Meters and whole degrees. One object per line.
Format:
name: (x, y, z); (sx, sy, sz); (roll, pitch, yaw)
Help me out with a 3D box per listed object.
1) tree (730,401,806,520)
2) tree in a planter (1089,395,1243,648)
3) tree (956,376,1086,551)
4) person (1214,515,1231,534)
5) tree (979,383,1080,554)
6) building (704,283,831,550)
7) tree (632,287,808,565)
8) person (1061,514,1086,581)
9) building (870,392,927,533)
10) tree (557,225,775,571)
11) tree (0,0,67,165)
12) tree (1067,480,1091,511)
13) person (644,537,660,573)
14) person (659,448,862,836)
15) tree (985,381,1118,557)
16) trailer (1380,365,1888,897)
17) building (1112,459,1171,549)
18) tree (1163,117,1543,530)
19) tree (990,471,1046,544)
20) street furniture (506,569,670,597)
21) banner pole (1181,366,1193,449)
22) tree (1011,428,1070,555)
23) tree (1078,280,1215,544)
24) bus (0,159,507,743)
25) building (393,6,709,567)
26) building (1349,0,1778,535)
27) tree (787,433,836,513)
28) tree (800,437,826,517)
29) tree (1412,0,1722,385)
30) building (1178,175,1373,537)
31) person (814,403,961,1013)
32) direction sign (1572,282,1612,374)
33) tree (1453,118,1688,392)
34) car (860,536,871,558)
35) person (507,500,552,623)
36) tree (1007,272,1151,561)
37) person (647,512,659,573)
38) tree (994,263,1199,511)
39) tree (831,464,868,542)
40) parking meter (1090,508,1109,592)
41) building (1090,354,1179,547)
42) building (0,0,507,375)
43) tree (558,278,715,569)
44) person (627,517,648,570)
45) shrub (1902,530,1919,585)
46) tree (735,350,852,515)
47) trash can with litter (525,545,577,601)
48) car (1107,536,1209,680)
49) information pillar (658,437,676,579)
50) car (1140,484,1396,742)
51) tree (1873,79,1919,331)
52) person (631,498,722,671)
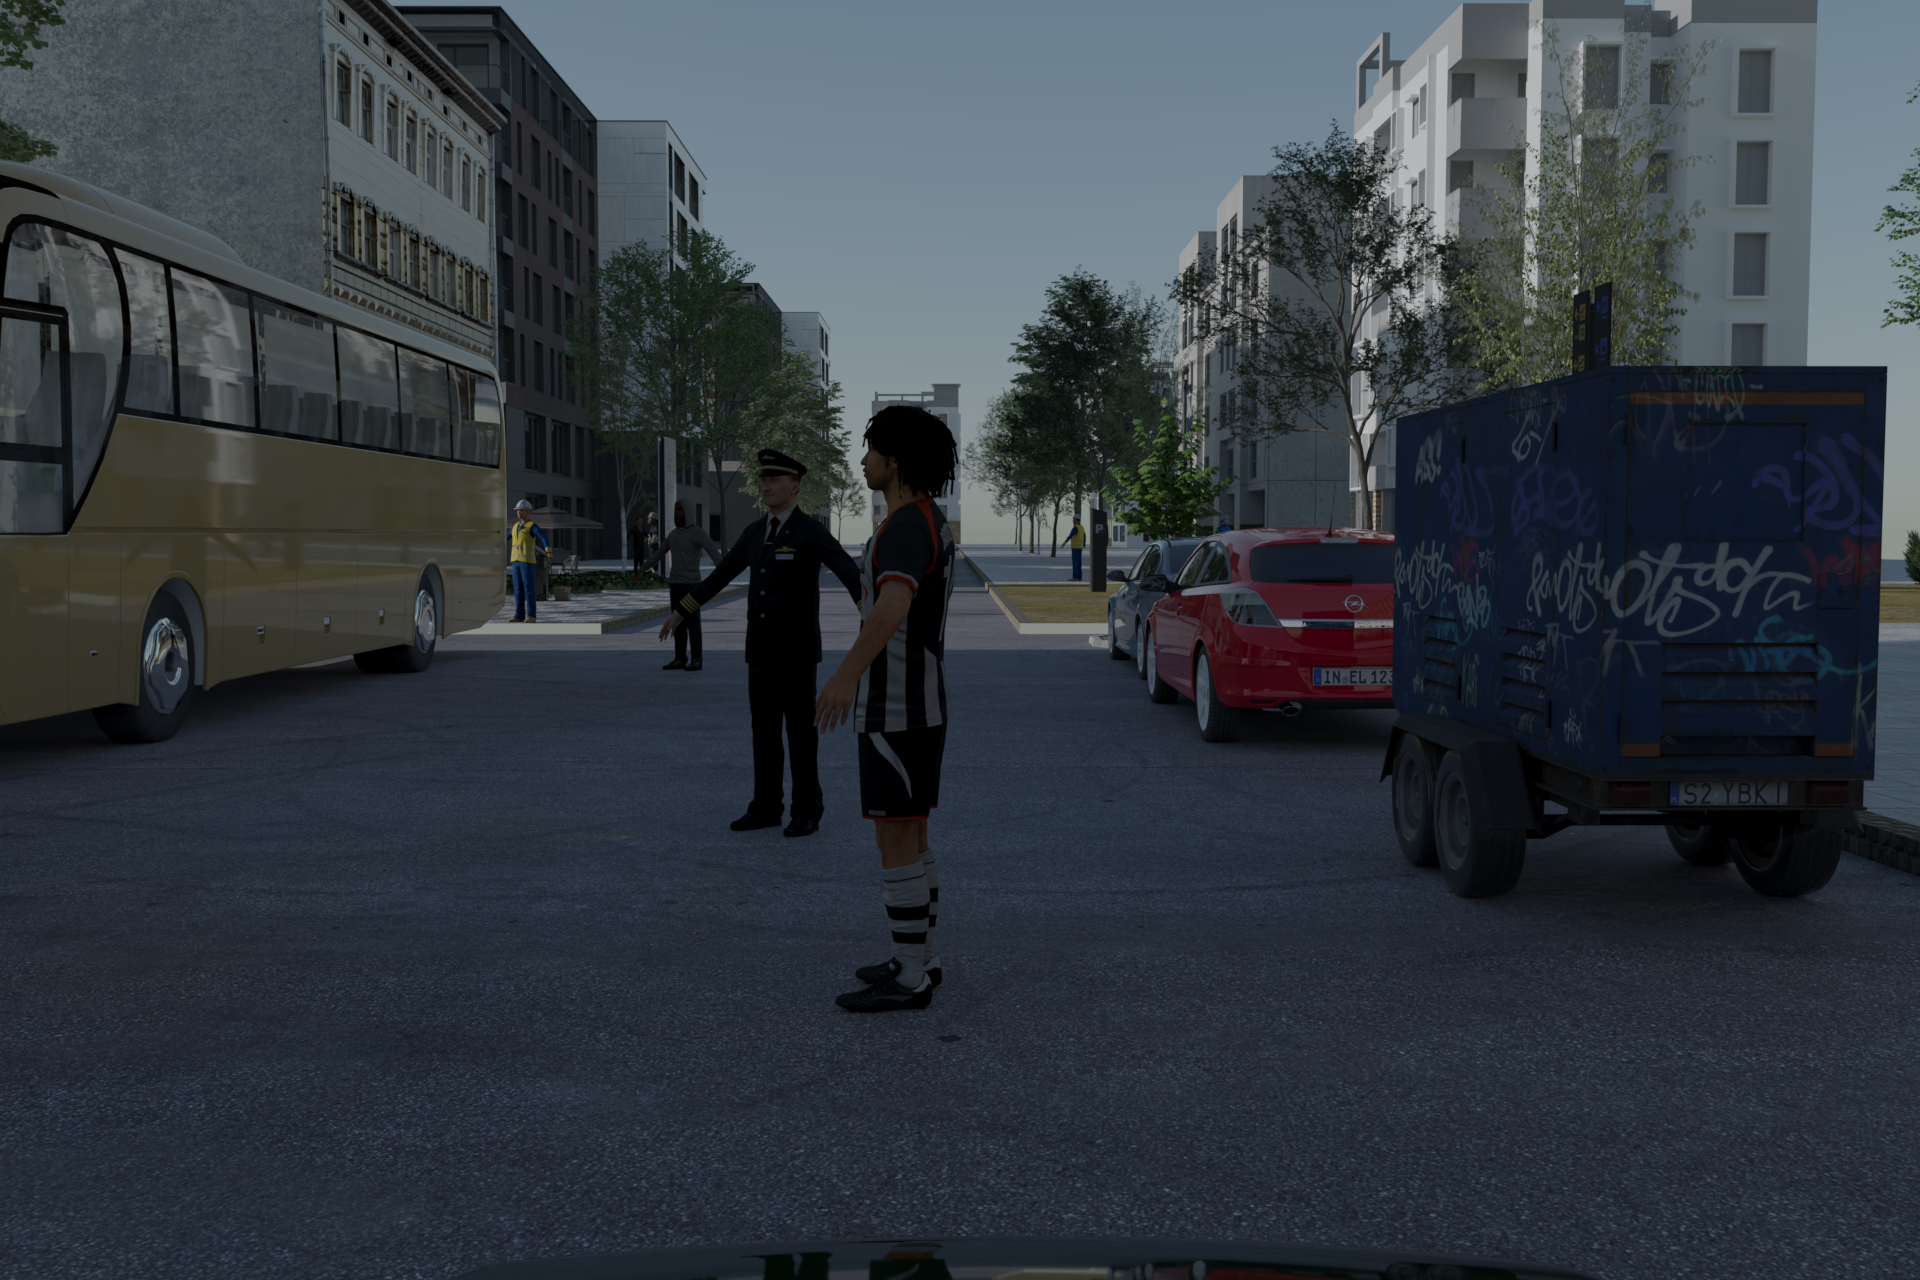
tree: (-11.053, -8.821, 94.578); (4.360, 8.622, 3.978); (0, 3, 0)
tree in a planter: (2.692, -1.539, 22.391); (1.991, 3.239, 1.994); (0, 4, 0)
tree: (4.697, -13.501, 131.104); (12.009, 13.543, 11.850); (0, 3, 0)
person: (7.435, -2.594, 48.535); (1.347, 1.817, 0.704); (-3, 5, -44)
tree: (4.799, -11.531, 114.292); (9.928, 11.665, 9.643); (0, 3, 0)
building: (-26.865, -19.159, 157.228); (27.936, 21.610, 32.646); (0, 3, 0)
tree: (-9.937, -8.935, 71.836); (9.928, 11.665, 9.643); (0, 3, 0)
person: (3.159, -2.526, 47.271); (0.705, 1.833, 1.349); (2, 4, 31)
building: (-11.111, -22.230, 222.330); (11.380, 20.090, 16.016); (0, 4, 5)
tree: (-9.807, -8.102, 58.221); (9.928, 11.665, 9.643); (0, 3, 0)
tree: (-12.844, -6.061, 17.217); (7.486, 12.596, 7.792); (0, 3, 0)
tree: (17.212, -17.955, 219.323); (9.928, 11.665, 9.643); (0, 3, 0)
person: (-9.919, -3.144, 57.583); (1.347, 1.806, 0.705); (-2, 4, -25)
person: (-0.872, 0.003, 8.339); (1.347, 1.837, 0.705); (2, 4, 32)
tree: (5.291, -9.808, 94.775); (8.767, 10.594, 7.601); (-2, 4, -30)
trailer: (2.637, -0.050, 7.859); (1.471, 1.999, 3.904); (0, 4, -1)
building: (19.139, -12.880, 152.734); (9.099, 9.664, 28.070); (0, 4, 0)
tree: (9.049, -6.363, 38.449); (8.767, 10.594, 7.601); (-1, 4, -17)
tree: (7.355, -17.303, 217.312); (7.601, 10.594, 8.767); (0, 4, -4)
street furniture: (-11.258, -1.338, 37.511); (10.072, 0.657, 5.734); (-1, 4, -13)
banner pole: (3.362, -2.181, 25.681); (0.401, 3.779, 0.863); (0, 4, -2)
tree: (4.591, -9.512, 105.888); (4.360, 8.622, 3.978); (0, 3, 0)
tree: (5.641, -6.112, 50.290); (4.360, 8.622, 3.978); (0, 3, 0)
bus: (-6.701, -1.440, 15.090); (2.896, 3.916, 12.252); (0, 4, -1)
building: (-28.372, -14.660, 83.671); (27.936, 21.610, 32.646); (0, 4, 0)
building: (20.566, -12.878, 66.980); (16.016, 20.090, 11.380); (0, 4, 0)
tree: (-10.602, -10.354, 119.657); (4.737, 8.622, 4.395); (0, 3, 0)
tree: (-11.295, -10.758, 126.253); (4.737, 8.622, 4.395); (0, 3, 0)
tree: (8.669, -4.497, 23.883); (4.360, 8.622, 3.978); (0, 3, 0)
building: (22.264, -13.926, 94.153); (16.747, 18.905, 31.486); (0, 4, 0)
person: (-0.201, 0.201, 5.314); (0.704, 1.843, 1.345); (0, 4, 7)
direction sign: (5.823, -1.471, 16.054); (0.379, 3.537, 0.876); (0, 4, -1)
tree: (10.893, -4.904, 30.549); (4.737, 8.622, 4.395); (0, 3, 0)
car: (-3.682, -4.284, 82.399); (2.083, 1.381, 4.827); (0, 4, -1)
person: (-6.355, -1.136, 25.033); (1.216, 1.772, 0.721); (2, 4, 28)
tree: (5.508, -9.640, 75.735); (7.486, 12.596, 7.792); (0, 3, 0)
person: (-8.185, -2.471, 46.173); (0.705, 1.856, 1.354); (-1, 4, -13)
tree: (4.716, -7.719, 60.615); (7.601, 10.594, 8.767); (-1, 4, -17)
tree: (-15.111, -17.477, 220.161); (7.601, 10.594, 8.767); (0, 4, 3)
parking meter: (3.075, -1.993, 38.290); (0.399, 1.863, 0.255); (0, 4, -2)
building: (19.476, -20.446, 190.705); (16.016, 20.090, 11.380); (0, 4, -1)
building: (-26.076, -13.657, 54.224); (19.493, 23.208, 18.063); (0, 4, -1)
tree: (-10.023, -6.127, 50.543); (4.360, 8.622, 3.978); (0, 3, 0)
person: (-9.758, -2.847, 52.766); (0.704, 1.802, 1.346); (3, 4, 36)
shrub: (22.960, -2.232, 40.539); (1.661, 2.075, 1.752); (0, 3, 0)
tree: (-10.250, -11.518, 106.453); (7.486, 12.596, 7.792); (0, 3, 0)
trash can with litter: (-7.909, -1.339, 33.288); (1.055, 1.170, 0.624); (0, 4, -1)
car: (2.604, -0.385, 18.291); (2.014, 1.417, 4.499); (0, 4, -1)
information pillar: (-7.184, -3.135, 42.577); (0.184, 3.620, 1.656); (0, 4, 0)
car: (2.525, -0.267, 13.408); (2.155, 1.783, 4.494); (0, 4, -1)
tree: (19.118, -6.263, 28.156); (9.928, 11.665, 9.643); (0, 3, 0)
person: (-2.909, -0.590, 18.229); (1.348, 1.813, 0.705); (3, 4, 36)
